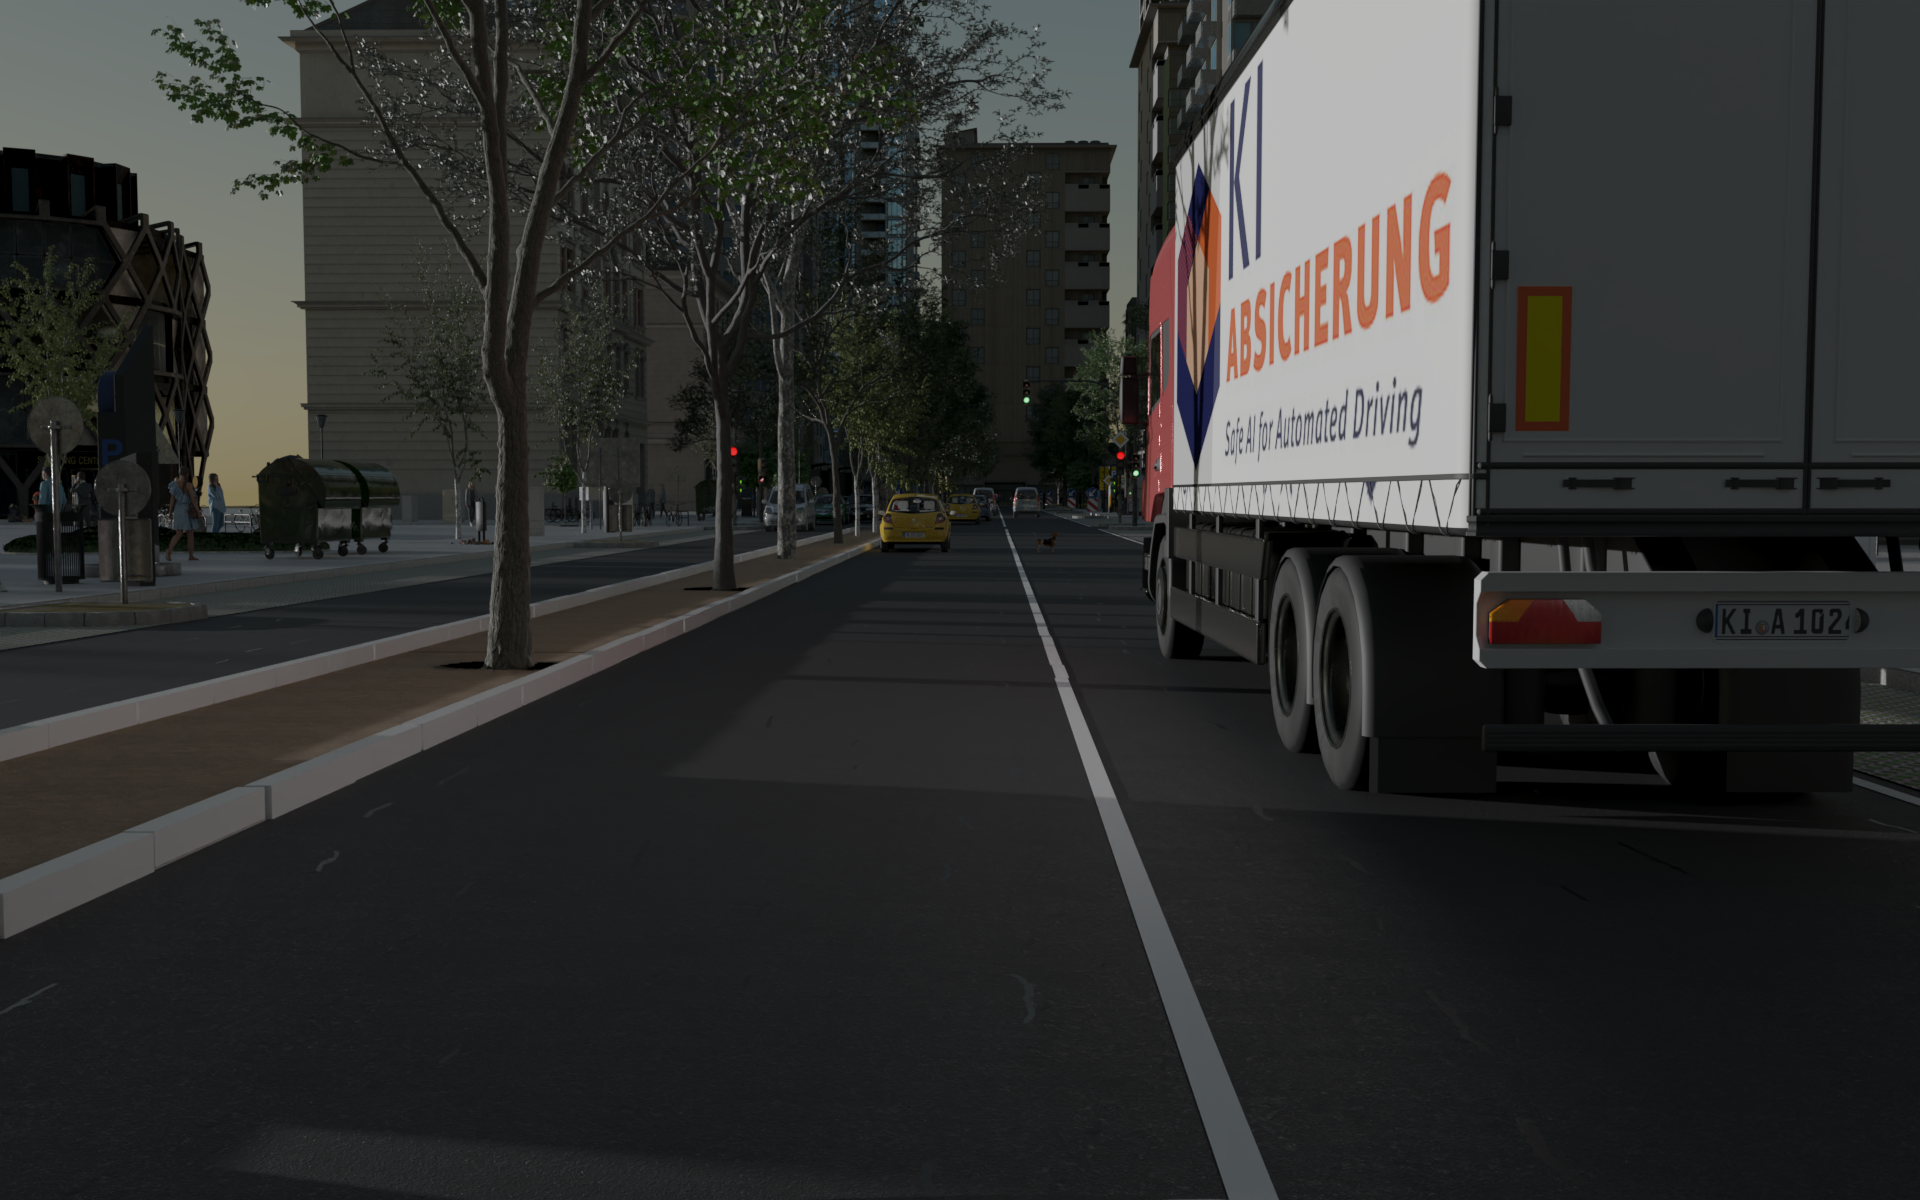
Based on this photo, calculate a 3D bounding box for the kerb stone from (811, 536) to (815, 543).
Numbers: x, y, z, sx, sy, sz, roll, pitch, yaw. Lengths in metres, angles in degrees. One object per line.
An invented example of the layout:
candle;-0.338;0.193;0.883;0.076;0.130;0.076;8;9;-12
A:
kerb stone;-4.389;-1.710;50.158;0.120;0.150;1.000;0;4;1

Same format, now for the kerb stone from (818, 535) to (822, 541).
kerb stone;-4.352;-1.836;52.214;0.120;0.150;1.000;0;4;1

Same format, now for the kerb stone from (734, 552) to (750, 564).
kerb stone;-4.641;-0.896;36.837;0.120;0.150;1.000;0;4;1

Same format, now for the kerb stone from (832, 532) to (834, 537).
kerb stone;-4.274;-2.083;56.303;0.120;0.150;1.000;0;4;1

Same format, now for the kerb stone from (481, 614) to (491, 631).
kerb stone;-4.995;0.236;18.392;0.120;0.150;1.000;0;4;1

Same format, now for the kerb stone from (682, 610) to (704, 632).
kerb stone;-2.887;0.238;18.366;0.120;0.150;1.000;0;4;1

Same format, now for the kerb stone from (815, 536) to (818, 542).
kerb stone;-4.373;-1.771;51.184;0.120;0.150;1.000;0;4;1

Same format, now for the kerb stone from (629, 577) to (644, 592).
kerb stone;-4.860;-0.206;25.569;0.120;0.150;1.000;0;4;1

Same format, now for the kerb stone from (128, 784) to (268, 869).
kerb stone;-3.120;0.926;7.101;0.120;0.150;1.000;0;4;1

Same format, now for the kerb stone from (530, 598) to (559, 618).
kerb stone;-4.952;0.107;20.456;0.120;0.150;1.000;0;4;1

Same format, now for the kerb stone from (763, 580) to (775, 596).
kerb stone;-2.777;-0.142;24.523;0.120;0.150;1.000;0;4;1

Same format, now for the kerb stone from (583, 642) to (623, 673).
kerb stone;-2.968;0.485;14.268;0.120;0.150;1.000;0;4;1

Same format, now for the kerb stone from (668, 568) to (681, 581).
kerb stone;-4.799;-0.394;28.642;0.120;0.150;1.000;0;4;1

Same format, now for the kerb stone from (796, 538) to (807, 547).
kerb stone;-4.431;-1.581;48.104;0.120;0.150;1.000;0;4;1

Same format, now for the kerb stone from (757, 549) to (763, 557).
kerb stone;-4.602;-1.021;38.883;0.120;0.150;1.000;0;4;1

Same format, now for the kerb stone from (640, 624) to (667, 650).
kerb stone;-2.936;0.366;16.316;0.120;0.150;1.000;0;4;1

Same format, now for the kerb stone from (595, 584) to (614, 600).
kerb stone;-4.899;-0.081;23.526;0.120;0.150;1.000;0;4;1

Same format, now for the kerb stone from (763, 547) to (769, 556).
kerb stone;-4.590;-1.083;39.907;0.120;0.150;1.000;0;4;1

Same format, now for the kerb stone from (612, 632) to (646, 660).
kerb stone;-2.959;0.422;15.294;0.120;0.150;1.000;0;4;1

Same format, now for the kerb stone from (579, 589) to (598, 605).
kerb stone;-4.914;-0.012;22.505;0.120;0.150;1.000;0;4;1

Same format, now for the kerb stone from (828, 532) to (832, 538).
kerb stone;-4.287;-2.020;55.280;0.120;0.150;1.000;0;4;1

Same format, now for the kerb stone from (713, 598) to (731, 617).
kerb stone;-2.861;0.108;20.423;0.120;0.150;1.000;0;4;1

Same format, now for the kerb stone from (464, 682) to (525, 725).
kerb stone;-3.027;0.673;11.194;0.120;0.150;1.000;0;4;1

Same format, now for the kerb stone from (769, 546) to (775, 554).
kerb stone;-4.559;-1.146;40.928;0.120;0.150;1.000;0;4;1

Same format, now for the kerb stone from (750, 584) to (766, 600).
kerb stone;-2.798;-0.079;23.493;0.120;0.150;1.000;0;4;1

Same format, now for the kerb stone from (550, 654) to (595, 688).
kerb stone;-2.990;0.551;13.245;0.120;0.150;1.000;0;4;1

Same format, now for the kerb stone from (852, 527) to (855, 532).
kerb stone;-4.121;-2.587;64.496;0.120;0.150;1.000;0;4;1

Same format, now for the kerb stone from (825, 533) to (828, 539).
kerb stone;-4.308;-1.951;54.258;0.120;0.150;1.000;0;4;1

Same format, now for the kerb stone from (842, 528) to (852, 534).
kerb stone;-4.133;-2.521;63.470;0.120;0.150;1.000;0;4;1

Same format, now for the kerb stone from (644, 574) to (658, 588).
kerb stone;-4.840;-0.269;26.591;0.120;0.150;1.000;0;4;1

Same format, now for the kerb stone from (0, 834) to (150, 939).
kerb stone;-3.127;0.988;6.072;0.120;0.150;1.000;0;4;1

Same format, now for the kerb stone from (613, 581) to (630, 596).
kerb stone;-4.880;-0.144;24.548;0.120;0.150;1.000;0;4;1

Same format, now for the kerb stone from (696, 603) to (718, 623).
kerb stone;-2.875;0.171;19.392;0.120;0.150;1.000;0;4;1

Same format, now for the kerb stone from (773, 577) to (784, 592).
kerb stone;-2.760;-0.205;25.545;0.120;0.150;1.000;0;4;1

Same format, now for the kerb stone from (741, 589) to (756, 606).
kerb stone;-2.815;-0.010;22.472;0.120;0.150;1.000;0;4;1

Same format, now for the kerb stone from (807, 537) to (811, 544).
kerb stone;-4.400;-1.647;49.127;0.120;0.150;1.000;0;4;1

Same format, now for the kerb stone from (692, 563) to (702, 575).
kerb stone;-4.762;-0.520;30.691;0.120;0.150;1.000;0;4;1

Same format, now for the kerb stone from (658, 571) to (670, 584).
kerb stone;-4.824;-0.323;27.619;0.120;0.150;1.000;0;4;1

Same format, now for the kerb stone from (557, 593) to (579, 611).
kerb stone;-4.935;0.044;21.482;0.120;0.150;1.000;0;4;1

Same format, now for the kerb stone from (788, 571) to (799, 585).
kerb stone;-2.726;-0.330;27.592;0.120;0.150;1.000;0;4;1

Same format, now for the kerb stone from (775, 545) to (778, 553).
kerb stone;-4.542;-1.208;41.950;0.120;0.150;1.000;0;4;1

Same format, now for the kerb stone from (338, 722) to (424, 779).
kerb stone;-3.073;0.801;9.151;0.120;0.150;1.000;0;4;1

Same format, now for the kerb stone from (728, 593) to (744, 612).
kerb stone;-2.836;0.052;21.446;0.120;0.150;1.000;0;4;1

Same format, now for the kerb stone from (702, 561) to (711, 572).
kerb stone;-4.743;-0.580;31.719;0.120;0.150;1.000;0;4;1

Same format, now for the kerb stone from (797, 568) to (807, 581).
kerb stone;-2.690;-0.392;28.614;0.120;0.150;1.000;0;4;1

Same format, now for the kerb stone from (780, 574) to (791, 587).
kerb stone;-2.746;-0.266;26.571;0.120;0.150;1.000;0;4;1

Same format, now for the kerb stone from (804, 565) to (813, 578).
kerb stone;-2.674;-0.456;29.655;0.120;0.150;1.000;0;4;1

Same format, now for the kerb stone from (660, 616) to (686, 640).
kerb stone;-2.915;0.299;17.337;0.120;0.150;1.000;0;4;1

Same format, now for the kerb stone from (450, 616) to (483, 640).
kerb stone;-5.018;0.298;17.368;0.120;0.150;1.000;0;4;1

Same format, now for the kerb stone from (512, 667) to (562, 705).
kerb stone;-3.009;0.614;12.223;0.120;0.150;1.000;0;4;1

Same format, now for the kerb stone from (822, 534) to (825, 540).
kerb stone;-4.328;-1.897;53.236;0.120;0.150;1.000;0;4;1

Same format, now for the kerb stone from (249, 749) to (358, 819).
kerb stone;-3.080;0.861;8.124;0.120;0.150;1.000;0;4;1

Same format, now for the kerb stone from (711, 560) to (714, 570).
kerb stone;-4.720;-0.645;32.741;0.120;0.150;1.000;0;4;1

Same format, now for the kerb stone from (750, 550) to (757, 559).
kerb stone;-4.624;-0.957;37.859;0.120;0.150;1.000;0;4;1

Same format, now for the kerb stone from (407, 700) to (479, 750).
kerb stone;-3.048;0.735;10.172;0.120;0.150;1.000;0;4;1

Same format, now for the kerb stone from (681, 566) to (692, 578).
kerb stone;-4.780;-0.456;29.669;0.120;0.150;1.000;0;4;1
